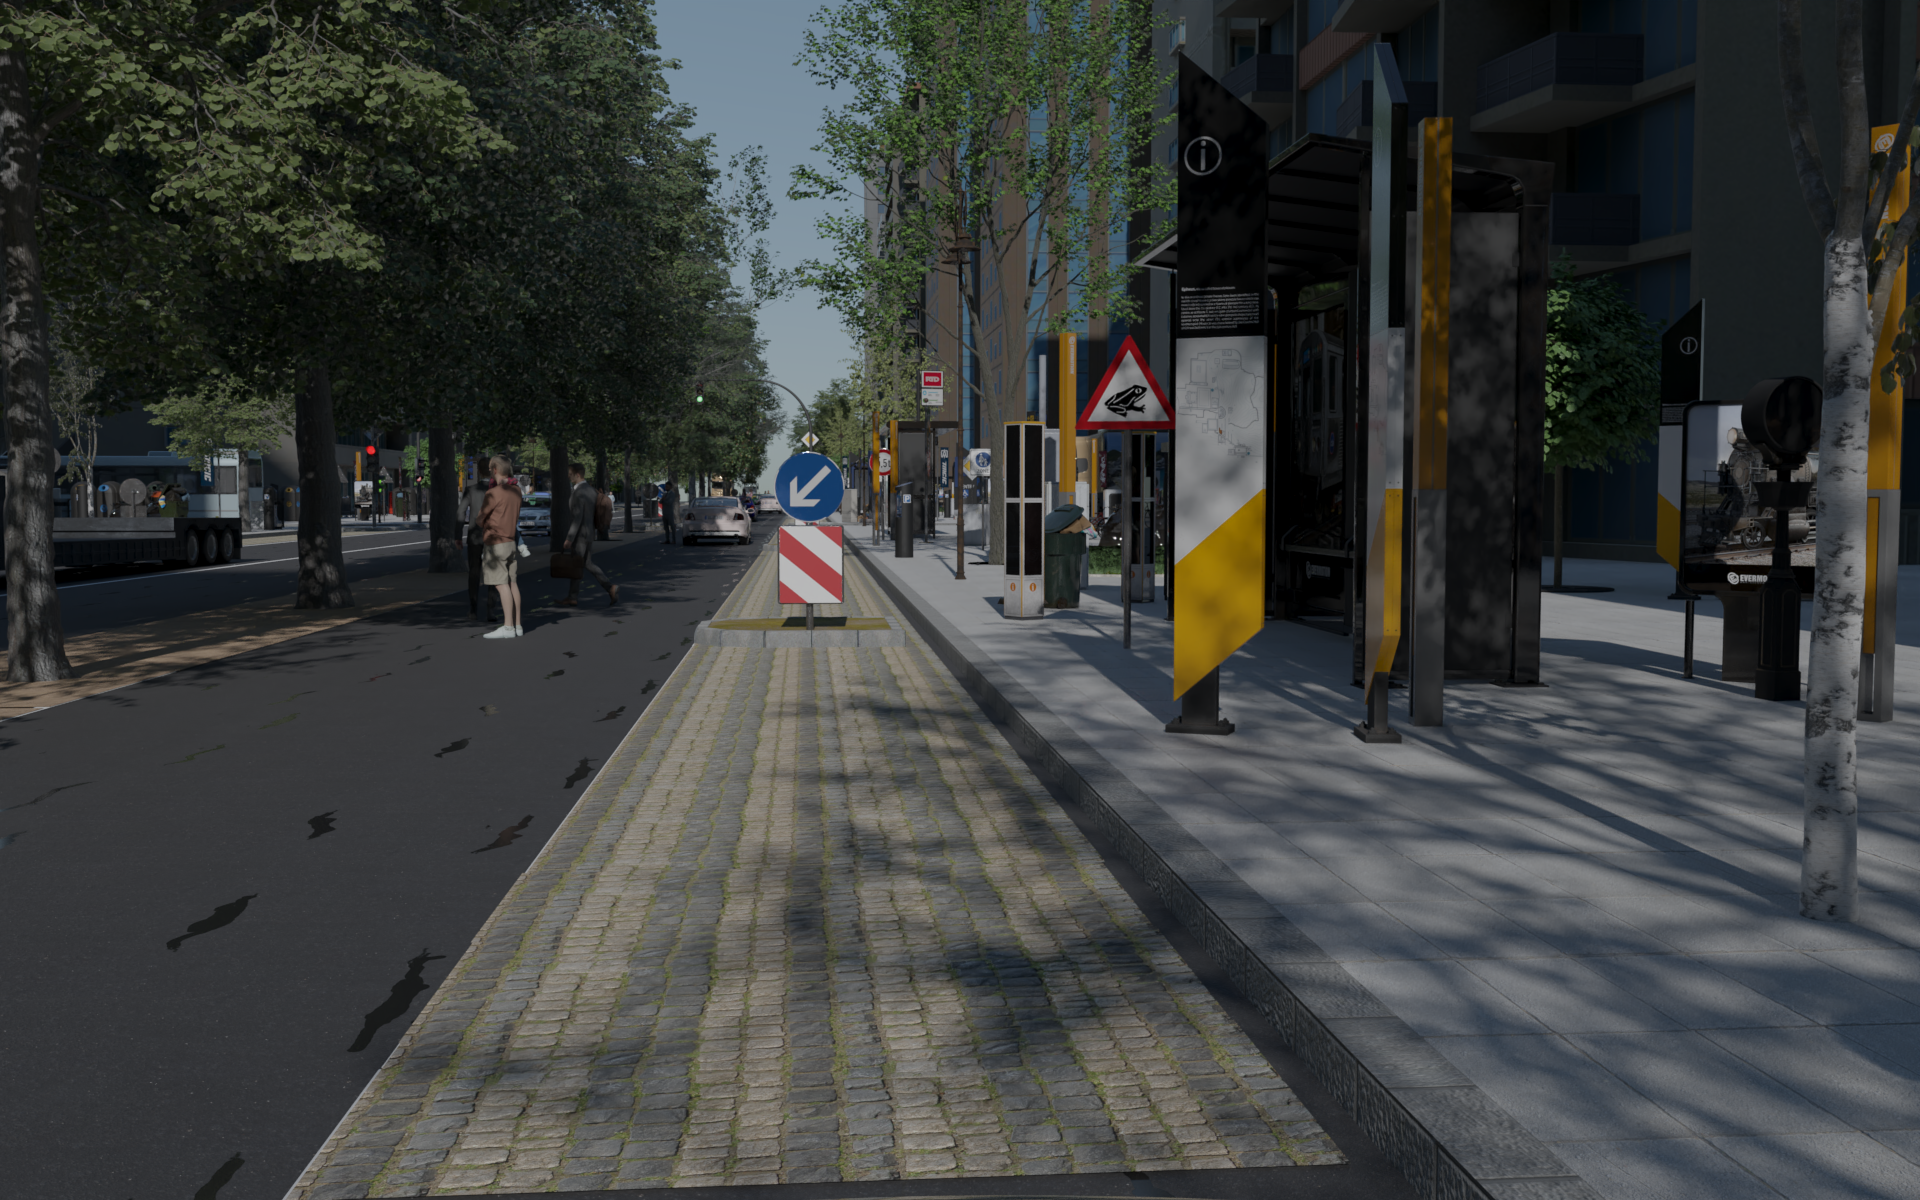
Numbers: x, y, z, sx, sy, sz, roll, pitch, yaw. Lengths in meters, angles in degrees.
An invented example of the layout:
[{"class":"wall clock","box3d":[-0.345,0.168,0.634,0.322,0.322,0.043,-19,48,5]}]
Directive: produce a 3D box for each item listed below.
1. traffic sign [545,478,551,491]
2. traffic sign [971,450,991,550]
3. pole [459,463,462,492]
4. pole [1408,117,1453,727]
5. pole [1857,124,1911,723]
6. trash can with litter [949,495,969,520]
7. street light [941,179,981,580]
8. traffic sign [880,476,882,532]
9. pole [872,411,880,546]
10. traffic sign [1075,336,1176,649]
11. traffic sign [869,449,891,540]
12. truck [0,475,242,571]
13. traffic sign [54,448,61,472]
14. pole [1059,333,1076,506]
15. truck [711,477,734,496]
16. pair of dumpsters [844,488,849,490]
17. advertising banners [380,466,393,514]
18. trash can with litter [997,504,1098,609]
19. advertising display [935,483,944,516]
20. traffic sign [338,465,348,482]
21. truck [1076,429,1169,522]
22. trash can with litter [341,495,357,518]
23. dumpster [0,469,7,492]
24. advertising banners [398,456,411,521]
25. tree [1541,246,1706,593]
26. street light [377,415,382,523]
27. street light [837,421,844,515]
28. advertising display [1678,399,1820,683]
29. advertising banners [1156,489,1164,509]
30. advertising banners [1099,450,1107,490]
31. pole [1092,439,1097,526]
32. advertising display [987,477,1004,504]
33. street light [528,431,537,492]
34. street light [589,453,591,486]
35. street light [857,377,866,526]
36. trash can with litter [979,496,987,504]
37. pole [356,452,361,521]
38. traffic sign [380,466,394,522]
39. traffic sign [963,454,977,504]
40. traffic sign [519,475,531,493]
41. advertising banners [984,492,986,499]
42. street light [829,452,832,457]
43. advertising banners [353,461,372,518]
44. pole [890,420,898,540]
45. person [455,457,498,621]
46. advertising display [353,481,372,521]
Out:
[{"class":"traffic sign","box3d":[-32.403,-8.355,136.713,0.768,2.556,0.104,0,4,3]},{"class":"traffic sign","box3d":[0.523,-2.277,39.365,0.606,2.300,0.079,0,4,-5]},{"class":"pole","box3d":[-26.875,-6.080,93.243,0.158,3.312,0.155,0,3,0]},{"class":"pole","box3d":[2.588,-0.959,9.530,0.158,3.312,0.155,0,3,0]},{"class":"pole","box3d":[5.171,-0.971,9.717,0.158,3.312,0.155,0,3,0]},{"class":"trash can with litter","box3d":[0.562,-4.648,87.054,2.233,1.210,1.678,0,4,-3]},{"class":"street light","box3d":[0.008,-3.245,25.838,0.468,5.910,1.993,0,4,-5]},{"class":"traffic sign","box3d":[-2.652,-3.461,58.714,0.606,2.300,0.079,0,4,4]},{"class":"pole","box3d":[-2.076,-2.994,42.799,0.158,3.312,0.155,0,3,0]},{"class":"traffic sign","box3d":[1.386,-0.875,14.306,0.884,2.594,0.081,0,4,2]},{"class":"traffic sign","box3d":[-2.158,-2.969,48.645,0.768,2.556,0.104,0,4,-1]},{"class":"truck","box3d":[-15.489,-2.276,26.977,2.967,4.110,18.799,0,4,-5]},{"class":"traffic sign","box3d":[-23.999,-2.776,45.500,0.768,2.556,0.104,0,4,-2]},{"class":"pole","box3d":[1.368,-1.725,22.044,0.158,3.312,0.155,0,3,0]},{"class":"truck","box3d":[-27.562,-12.985,201.224,2.839,4.237,11.283,0,4,-6]},{"class":"pair of dumpsters","box3d":[-7.297,-6.879,114.960,1.574,2.255,4.437,0,4,-5]},{"class":"advertising banners","box3d":[-35.793,-6.902,109.029,2.074,3.025,0.090,2,4,34]},{"class":"trash can with litter","box3d":[0.972,-0.484,19.297,1.055,1.170,0.624,-3,5,-40]},{"class":"advertising display","box3d":[-1.422,-5.993,103.201,0.974,1.923,0.123,-2,4,-30]},{"class":"traffic sign","box3d":[-28.188,-4.804,78.556,0.884,2.594,0.081,0,4,0]},{"class":"truck","box3d":[8.330,-5.211,74.117,11.283,4.237,2.839,0,4,-5]},{"class":"trash can with litter","box3d":[-33.146,-5.102,94.483,2.233,1.210,1.678,0,4,1]},{"class":"dumpster","box3d":[-22.521,-2.156,41.003,1.264,1.857,1.865,0,4,-5]},{"class":"advertising banners","box3d":[-26.203,-5.228,81.668,0.090,3.025,2.074,0,4,-4]},{"class":"tree","box3d":[7.963,-2.410,23.120,4.285,4.588,4.351,0,3,0]},{"class":"street light","box3d":[-25.687,-6.341,76.469,0.468,5.910,1.993,0,4,-5]},{"class":"street light","box3d":[-7.405,-8.260,107.842,0.468,5.910,1.993,0,4,-5]},{"class":"advertising display","box3d":[5.387,-0.398,11.726,0.974,1.923,0.123,3,5,41]},{"class":"advertising banners","box3d":[5.657,-3.286,49.913,0.090,3.025,2.074,-1,4,-12]},{"class":"advertising banners","box3d":[6.170,-4.458,69.072,0.090,3.025,2.074,-2,4,-34]},{"class":"pole","box3d":[4.958,-4.282,63.860,0.158,3.312,0.155,0,3,0]},{"class":"advertising display","box3d":[1.536,-3.790,67.180,0.974,1.923,0.123,0,4,-3]},{"class":"street light","box3d":[-29.484,-8.989,119.765,0.468,5.910,1.993,0,4,-5]},{"class":"street light","box3d":[-32.472,-10.977,152.258,0.468,5.910,1.993,0,4,-5]},{"class":"street light","box3d":[-3.803,-5.864,68.669,0.468,5.910,1.993,0,4,-5]},{"class":"trash can with litter","box3d":[1.413,-4.391,83.173,1.055,1.170,0.624,0,4,6]},{"class":"pole","box3d":[-29.123,-5.509,83.921,0.158,3.312,0.155,0,3,0]},{"class":"traffic sign","box3d":[-26.778,-4.923,80.498,0.884,2.594,0.081,0,4,-4]},{"class":"traffic sign","box3d":[0.326,-2.790,46.807,0.795,2.450,0.064,0,4,-4]},{"class":"traffic sign","box3d":[-29.369,-7.147,116.957,0.768,2.556,0.104,0,4,-4]},{"class":"advertising banners","box3d":[2.819,-8.445,134.264,2.074,3.025,0.090,-1,4,-20]},{"class":"street light","box3d":[-11.232,-10.929,151.482,0.468,5.910,1.993,0,4,-5]},{"class":"advertising banners","box3d":[-31.558,-5.826,91.436,0.090,3.025,2.074,0,4,5]},{"class":"pole","box3d":[-1.820,-3.306,47.902,0.158,3.312,0.155,0,3,0]},{"class":"person","box3d":[-5.402,-0.692,19.595,0.659,1.850,0.755,-1,4,-21]},{"class":"advertising display","box3d":[-28.523,-4.756,82.969,0.974,1.923,0.123,-2,4,-25]}]
